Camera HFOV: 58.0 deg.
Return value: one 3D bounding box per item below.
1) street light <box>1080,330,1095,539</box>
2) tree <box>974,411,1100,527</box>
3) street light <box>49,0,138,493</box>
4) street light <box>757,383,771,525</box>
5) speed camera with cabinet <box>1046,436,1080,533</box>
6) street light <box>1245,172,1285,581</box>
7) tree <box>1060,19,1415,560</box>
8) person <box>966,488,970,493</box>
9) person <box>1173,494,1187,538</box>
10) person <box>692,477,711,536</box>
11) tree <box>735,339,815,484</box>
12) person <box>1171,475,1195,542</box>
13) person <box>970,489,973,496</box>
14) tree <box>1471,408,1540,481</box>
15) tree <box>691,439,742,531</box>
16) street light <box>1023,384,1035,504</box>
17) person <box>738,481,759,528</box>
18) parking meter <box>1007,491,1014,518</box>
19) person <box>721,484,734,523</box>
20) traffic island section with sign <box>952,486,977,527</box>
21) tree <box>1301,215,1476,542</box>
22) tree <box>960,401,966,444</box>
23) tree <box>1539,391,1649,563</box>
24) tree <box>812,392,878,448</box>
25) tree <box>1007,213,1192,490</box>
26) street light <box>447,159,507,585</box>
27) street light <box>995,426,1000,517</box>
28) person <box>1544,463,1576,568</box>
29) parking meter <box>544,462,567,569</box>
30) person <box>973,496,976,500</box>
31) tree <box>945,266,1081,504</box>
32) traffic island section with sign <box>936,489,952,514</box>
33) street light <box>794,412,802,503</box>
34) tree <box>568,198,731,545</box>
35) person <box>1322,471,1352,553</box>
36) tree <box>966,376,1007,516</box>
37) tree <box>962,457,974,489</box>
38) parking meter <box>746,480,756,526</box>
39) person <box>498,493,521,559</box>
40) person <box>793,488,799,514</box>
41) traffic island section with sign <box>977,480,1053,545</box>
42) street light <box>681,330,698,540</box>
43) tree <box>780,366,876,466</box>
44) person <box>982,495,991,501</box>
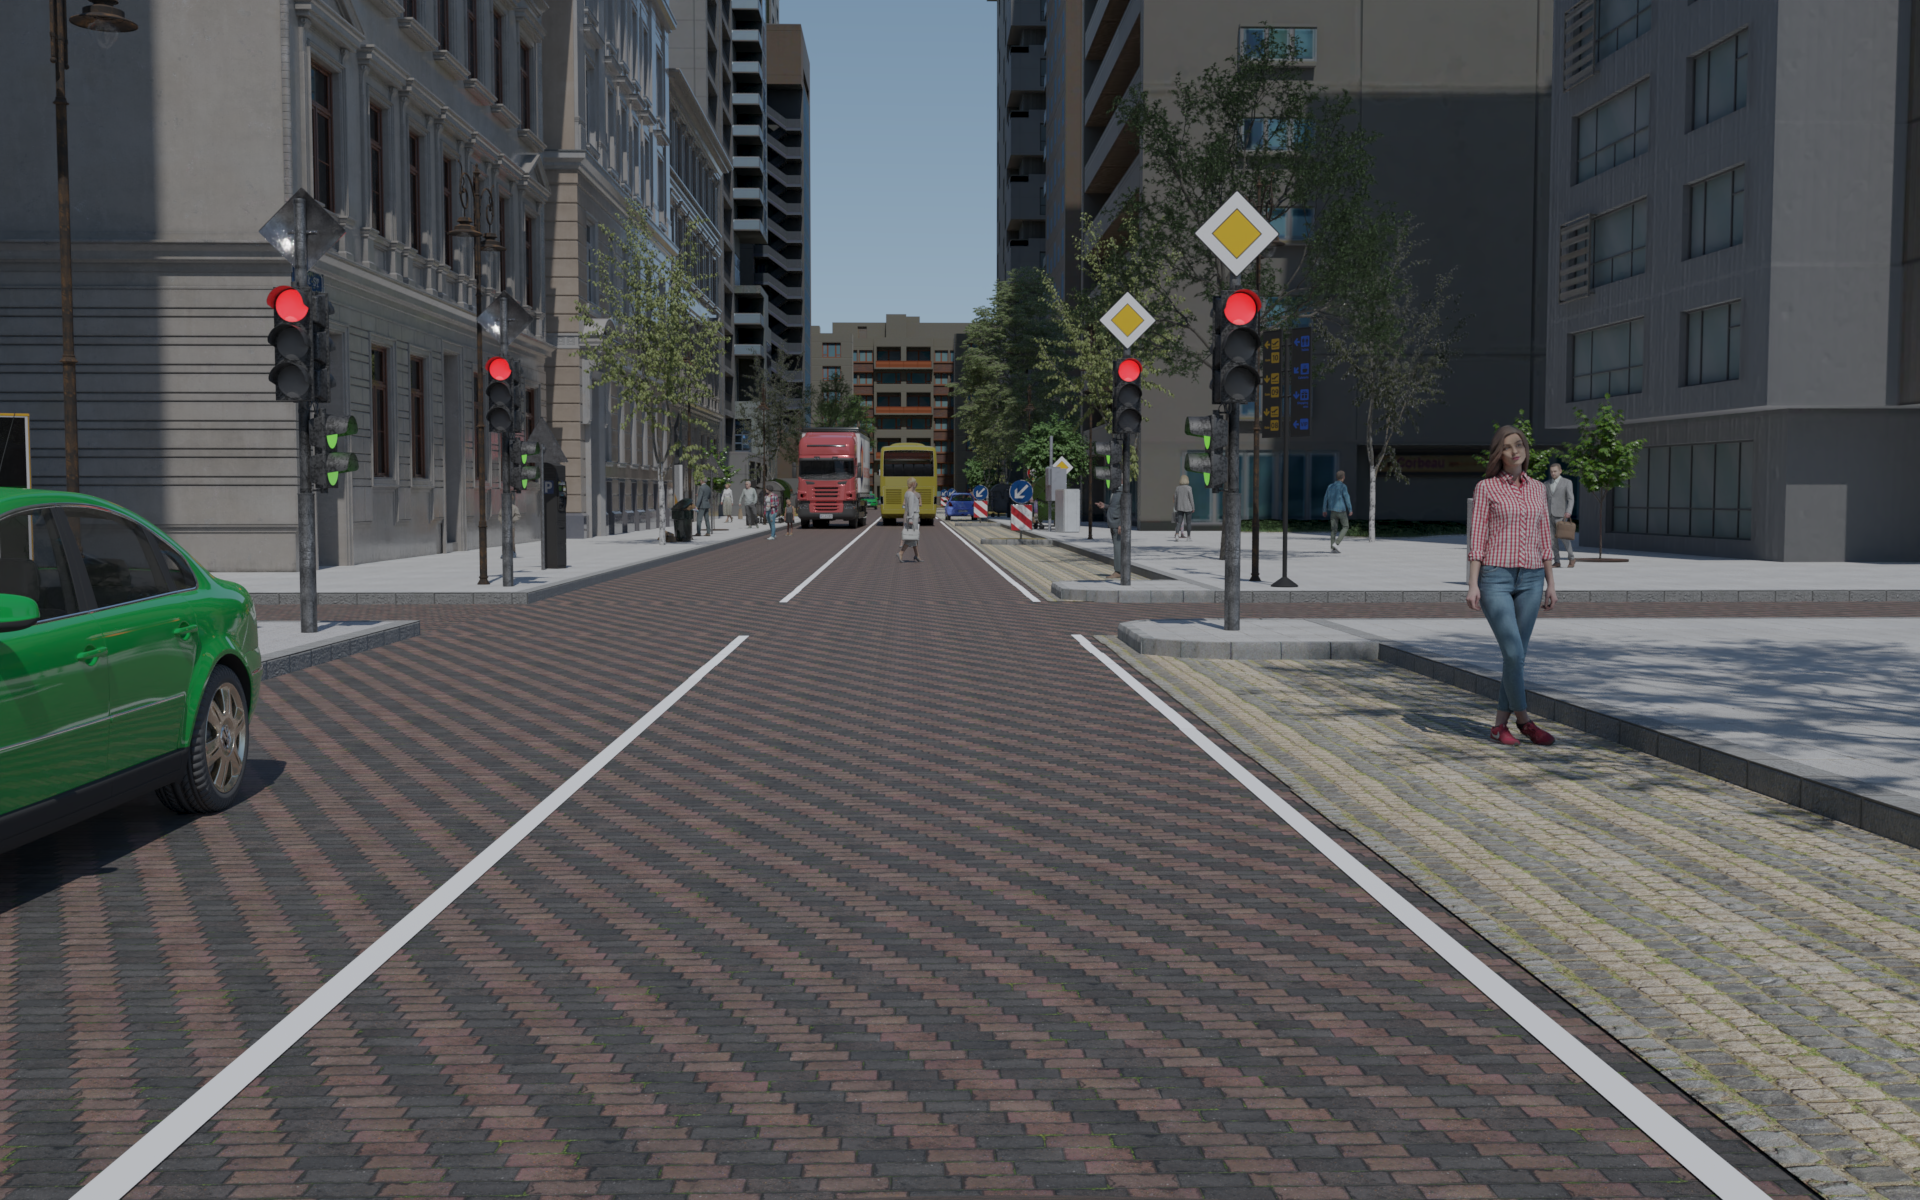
[{"bbox_3d":[3.694,-4.658,48.949,0.468,5.910,1.993,0,4,-2],"label":"street light"},{"bbox_3d":[3.680,-5.163,68.121,4.285,4.588,4.351,0,3,0],"label":"tree"},{"bbox_3d":[-6.412,-2.424,12.420,0.468,5.910,1.993,0,4,-2],"label":"street light"},{"bbox_3d":[-8.128,-6.062,71.900,0.468,5.910,1.993,0,4,-2],"label":"street light"},{"bbox_3d":[3.457,-3.912,58.299,0.660,3.252,2.038,-1,4,-15],"label":"speed camera with cabinet"},{"bbox_3d":[4.349,-3.214,25.343,0.468,5.910,1.993,0,4,-2],"label":"street light"},{"bbox_3d":[5.499,-6.062,33.518,7.601,10.594,8.767,-2,4,-26],"label":"tree"},{"bbox_3d":[0.827,-9.234,156.953,1.348,1.831,0.705,-2,4,-27],"label":"person"},{"bbox_3d":[6.404,-2.450,50.375,0.394,1.301,0.425,2,4,31],"label":"person"},{"bbox_3d":[-7.865,-2.837,52.609,0.590,1.801,0.661,2,4,25],"label":"person"},{"bbox_3d":[-9.010,-8.108,82.930,4.360,8.622,3.978,0,3,0],"label":"tree"},{"bbox_3d":[5.981,-2.482,46.803,0.709,1.800,0.728,3,4,36],"label":"person"},{"bbox_3d":[0.815,-8.271,142.002,0.721,1.735,1.217,-1,4,-13],"label":"person"},{"bbox_3d":[12.621,-2.710,38.914,1.663,3.219,1.824,0,3,0],"label":"tree"},{"bbox_3d":[-8.721,-4.056,60.912,1.663,3.219,1.824,0,3,0],"label":"tree"},{"bbox_3d":[2.917,-6.127,72.964,0.468,5.910,1.993,0,4,-2],"label":"street light"},{"bbox_3d":[-7.924,-3.553,64.619,0.782,1.767,0.515,1,4,8],"label":"person"},{"bbox_3d":[2.734,-5.238,94.046,0.372,1.533,0.369,0,3,0],"label":"parking meter"},{"bbox_3d":[-10.414,-4.379,77.868,0.478,1.798,0.641,3,5,40],"label":"person"},{"bbox_3d":[0.771,-4.177,76.928,1.989,1.847,2.006,0,4,-2],"label":"traffic island section with sign"},{"bbox_3d":[11.154,-5.826,45.621,4.360,8.622,3.978,0,3,0],"label":"tree"},{"bbox_3d":[1.835,-9.813,110.800,4.737,8.622,4.395,0,3,0],"label":"tree"},{"bbox_3d":[12.200,-2.330,32.699,1.663,3.219,1.824,0,3,0],"label":"tree"},{"bbox_3d":[-11.908,-15.316,176.178,9.928,11.665,9.643,0,3,0],"label":"tree"},{"bbox_3d":[4.065,-5.744,44.277,4.737,8.622,4.395,0,3,0],"label":"tree"},{"bbox_3d":[-6.753,-3.155,24.377,0.468,5.910,1.993,0,4,-2],"label":"street light"},{"bbox_3d":[2.176,-7.619,97.350,0.468,5.910,1.993,0,4,-2],"label":"street light"},{"bbox_3d":[10.375,-1.462,30.065,0.853,1.813,0.709,-3,5,-45],"label":"person"},{"bbox_3d":[-6.974,-1.471,29.760,0.399,1.863,0.255,2,4,25],"label":"parking meter"},{"bbox_3d":[1.143,-7.714,135.420,1.065,1.426,0.557,2,4,35],"label":"person"},{"bbox_3d":[2.974,-10.316,86.787,7.486,12.596,7.792,0,3,0],"label":"tree"},{"bbox_3d":[-0.714,-7.198,126.313,1.989,1.847,2.006,0,4,-2],"label":"traffic island section with sign"},{"bbox_3d":[-8.848,-7.506,95.503,0.468,5.910,1.993,0,4,-2],"label":"street light"},{"bbox_3d":[-7.499,-5.663,42.952,4.737,8.622,4.395,0,3,0],"label":"tree"},{"bbox_3d":[8.126,-1.892,37.321,0.444,1.785,0.601,-3,5,-40],"label":"person"},{"bbox_3d":[2.735,-9.321,102.768,4.737,8.622,4.395,0,3,0],"label":"tree"},{"bbox_3d":[1.755,-9.080,132.169,4.285,4.588,4.351,0,3,0],"label":"tree"},{"bbox_3d":[-8.466,-3.937,70.075,0.399,1.863,0.255,-3,5,-40],"label":"parking meter"},{"bbox_3d":[-8.978,-1.480,34.521,0.475,1.303,0.640,0,4,0],"label":"person"},{"bbox_3d":[-10.596,-6.477,112.738,0.742,1.727,0.445,-3,5,-44],"label":"person"},{"bbox_3d":[1.595,-2.498,49.470,1.989,1.847,2.006,0,4,-2],"label":"traffic island section with sign"},{"bbox_3d":[-7.543,-4.618,48.292,0.468,5.910,1.993,0,4,-2],"label":"street light"},{"bbox_3d":[-9.559,-11.695,125.621,7.601,10.594,8.767,0,4,-2],"label":"tree"},{"bbox_3d":[2.068,-8.901,151.209,1.348,1.869,0.705,3,4,36],"label":"person"}]
